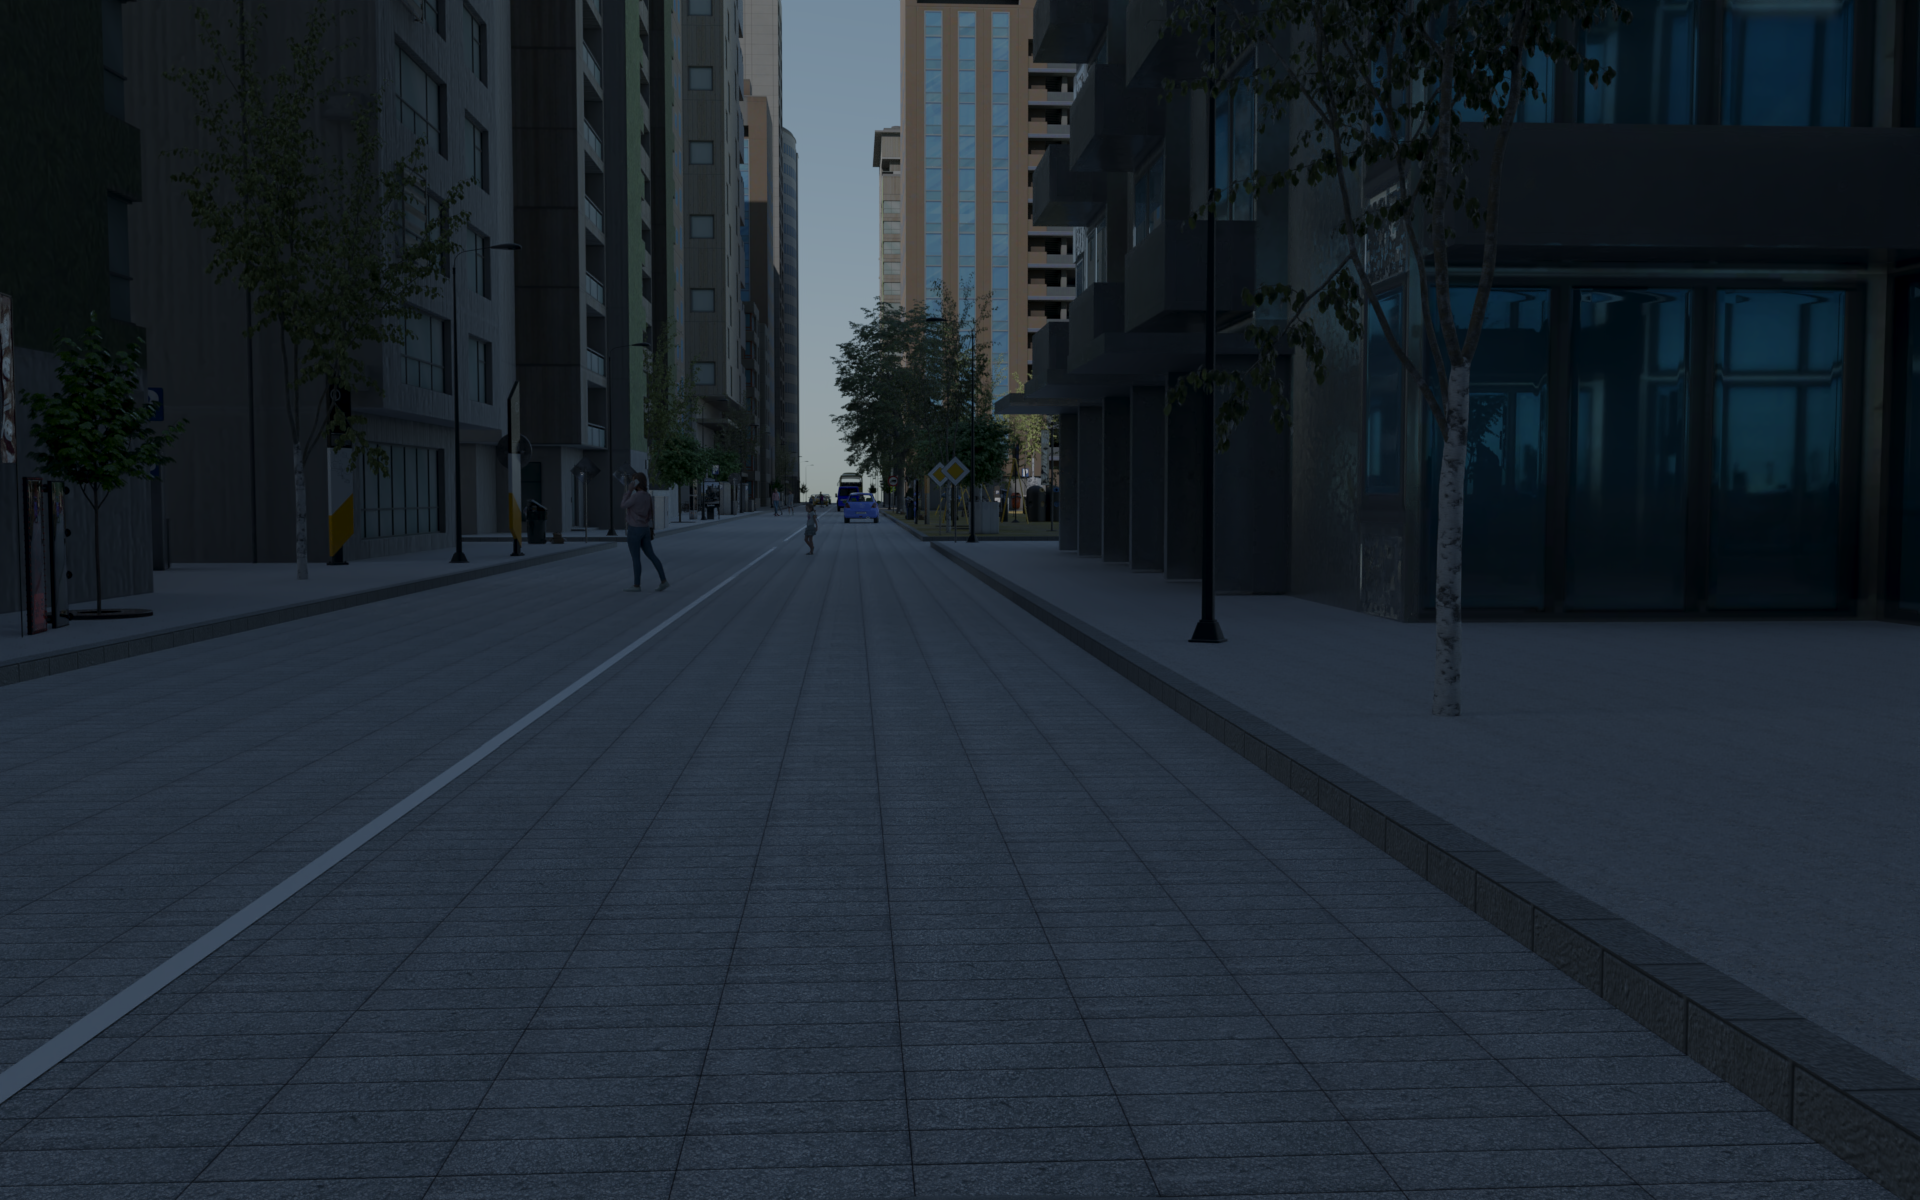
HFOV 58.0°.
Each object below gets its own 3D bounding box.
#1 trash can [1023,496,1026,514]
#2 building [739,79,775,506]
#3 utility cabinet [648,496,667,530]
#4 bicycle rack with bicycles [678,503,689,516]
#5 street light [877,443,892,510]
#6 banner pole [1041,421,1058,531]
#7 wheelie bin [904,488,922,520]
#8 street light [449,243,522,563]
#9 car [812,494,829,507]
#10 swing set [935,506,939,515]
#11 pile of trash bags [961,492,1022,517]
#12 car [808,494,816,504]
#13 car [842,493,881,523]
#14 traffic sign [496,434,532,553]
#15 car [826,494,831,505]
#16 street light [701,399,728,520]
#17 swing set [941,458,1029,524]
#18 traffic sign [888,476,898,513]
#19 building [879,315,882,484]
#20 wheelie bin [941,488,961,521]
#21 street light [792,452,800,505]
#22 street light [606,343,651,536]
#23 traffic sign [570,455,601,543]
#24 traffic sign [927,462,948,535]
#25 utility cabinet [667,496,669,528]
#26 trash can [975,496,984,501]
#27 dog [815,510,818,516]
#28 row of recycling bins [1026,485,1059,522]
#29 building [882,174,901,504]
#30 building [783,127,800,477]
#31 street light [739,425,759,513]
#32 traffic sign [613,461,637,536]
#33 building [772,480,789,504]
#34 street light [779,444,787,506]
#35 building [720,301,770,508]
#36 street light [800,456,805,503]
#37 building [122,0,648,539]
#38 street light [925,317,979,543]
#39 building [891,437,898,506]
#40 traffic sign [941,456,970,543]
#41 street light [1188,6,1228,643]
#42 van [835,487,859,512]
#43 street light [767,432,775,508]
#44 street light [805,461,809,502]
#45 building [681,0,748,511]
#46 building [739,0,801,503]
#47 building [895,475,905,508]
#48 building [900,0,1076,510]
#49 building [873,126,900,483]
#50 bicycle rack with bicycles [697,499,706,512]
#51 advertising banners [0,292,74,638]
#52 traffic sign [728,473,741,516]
[{"bbox_3d":[4.268,-5.991,109.611,0.748,1.137,0.748,0,3,0],"label":"trash can"},{"bbox_3d":[-27.786,-33.080,190.963,14.600,45.320,14.200,0,4,-4],"label":"building"},{"bbox_3d":[-10.940,-3.123,62.223,0.306,1.237,1.020,1,4,10],"label":"utility cabinet"},{"bbox_3d":[-18.072,-5.434,102.231,2.852,0.926,2.925,-2,4,-35],"label":"bicycle rack with bicycles"},{"bbox_3d":[-6.308,-10.328,141.411,1.470,5.913,1.316,0,4,-4],"label":"street light"},{"bbox_3d":[3.024,-4.252,59.540,0.401,3.779,0.863,3,5,41],"label":"banner pole"},{"bbox_3d":[-2.367,-4.851,87.221,0.980,1.594,0.693,2,4,34],"label":"wheelie bin"},{"bbox_3d":[-8.813,-3.648,32.194,1.470,5.913,1.316,0,4,-4],"label":"street light"},{"bbox_3d":[-16.076,-11.603,199.928,2.015,1.641,3.980,0,4,-3],"label":"car"},{"bbox_3d":[0.389,-6.532,104.421,2.862,2.851,3.119,-2,4,-24],"label":"swing set"},{"bbox_3d":[1.887,-5.315,96.649,3.447,1.369,1.912,-2,4,-28],"label":"pile of trash bags"},{"bbox_3d":[-18.964,-13.214,228.054,2.014,1.417,4.499,0,4,-2],"label":"car"},{"bbox_3d":[-4.897,-4.686,86.211,1.945,1.707,3.694,0,4,-2],"label":"car"},{"bbox_3d":[-9.301,-2.202,36.117,0.768,2.556,0.104,0,4,6],"label":"traffic sign"},{"bbox_3d":[-18.581,-13.983,237.424,1.959,1.807,4.718,0,4,-3],"label":"car"},{"bbox_3d":[-12.020,-6.863,84.755,1.470,5.913,1.316,0,4,-4],"label":"street light"},{"bbox_3d":[1.205,-4.745,75.199,3.119,2.851,2.862,-1,4,-22],"label":"swing set"},{"bbox_3d":[-4.592,-7.278,119.093,0.768,2.556,0.104,0,4,-3],"label":"traffic sign"},{"bbox_3d":[-1.649,-37.856,273.572,22.147,44.769,28.867,0,4,-4],"label":"building"},{"bbox_3d":[-0.443,-4.660,84.101,0.980,1.594,0.693,0,4,-6],"label":"wheelie bin"},{"bbox_3d":[-18.738,-13.378,191.272,1.470,5.913,1.316,0,4,-4],"label":"street light"},{"bbox_3d":[-10.188,-4.934,53.219,1.470,5.913,1.316,0,4,-4],"label":"street light"},{"bbox_3d":[-9.750,-2.538,45.138,0.795,2.450,0.064,0,4,-4],"label":"traffic sign"},{"bbox_3d":[-0.619,-3.061,53.685,0.795,2.450,0.064,0,4,-4],"label":"traffic sign"},{"bbox_3d":[-11.217,-3.321,65.461,0.306,1.237,1.020,0,4,-2],"label":"utility cabinet"},{"bbox_3d":[1.435,-7.033,126.634,0.748,1.137,0.748,0,3,0],"label":"trash can"},{"bbox_3d":[-9.595,-5.758,114.337,0.550,0.427,0.748,0,4,5],"label":"dog"},{"bbox_3d":[4.761,-4.494,80.591,3.534,1.692,1.069,-1,4,-18],"label":"row of recycling bins"},{"bbox_3d":[-3.021,-33.048,223.932,14.154,41.232,14.086,0,4,-4],"label":"building"},{"bbox_3d":[-36.031,-44.515,269.816,21.231,58.520,28.212,0,4,-4],"label":"building"},{"bbox_3d":[-14.089,-8.761,115.791,1.470,5.913,1.316,0,4,-4],"label":"street light"},{"bbox_3d":[-10.246,-3.025,53.108,0.795,2.450,0.064,0,4,-4],"label":"traffic sign"},{"bbox_3d":[-38.520,-32.484,222.987,32.217,40.220,23.993,0,4,-4],"label":"building"},{"bbox_3d":[-16.882,-11.494,160.472,1.470,5.913,1.316,0,4,-4],"label":"street light"},{"bbox_3d":[-33.142,-19.816,169.037,27.650,21.520,28.899,0,4,-4],"label":"building"},{"bbox_3d":[-20.022,-14.666,212.329,1.470,5.913,1.316,0,4,-4],"label":"street light"},{"bbox_3d":[-18.758,-22.968,59.120,14.154,41.232,14.086,0,4,-4],"label":"building"},{"bbox_3d":[-0.206,-4.472,45.661,1.470,5.913,1.316,0,4,-4],"label":"street light"},{"bbox_3d":[3.983,-53.489,187.215,22.319,86.520,31.000,0,4,-4],"label":"building"},{"bbox_3d":[-0.123,-2.573,45.716,0.795,2.450,0.064,0,4,-4],"label":"traffic sign"},{"bbox_3d":[1.613,-2.587,14.841,1.470,5.913,1.316,0,4,-4],"label":"street light"},{"bbox_3d":[-9.208,-8.479,143.021,2.240,2.365,5.245,0,4,-4],"label":"van"},{"bbox_3d":[-14.845,-9.611,129.684,1.470,5.913,1.316,0,4,-4],"label":"street light"},{"bbox_3d":[-21.947,-16.550,243.125,1.470,5.913,1.316,0,4,-4],"label":"street light"},{"bbox_3d":[-31.553,-33.685,139.984,28.713,52.752,27.495,0,4,-4],"label":"building"},{"bbox_3d":[-33.200,-49.354,245.193,20.563,71.187,20.611,0,4,-4],"label":"building"},{"bbox_3d":[10.218,-28.724,161.517,32.217,40.220,23.993,0,4,-4],"label":"building"},{"bbox_3d":[2.236,-30.071,141.768,14.600,45.320,14.200,0,4,-4],"label":"building"},{"bbox_3d":[2.214,-40.131,245.385,28.713,52.752,27.495,0,4,-4],"label":"building"},{"bbox_3d":[-18.969,-6.606,121.397,2.852,0.926,2.925,3,5,43],"label":"bicycle rack with bicycles"},{"bbox_3d":[-8.506,-1.205,15.898,0.090,3.025,2.074,-1,4,-13],"label":"advertising banners"},{"bbox_3d":[-13.491,-6.330,103.606,0.768,2.556,0.104,0,4,2],"label":"traffic sign"}]
